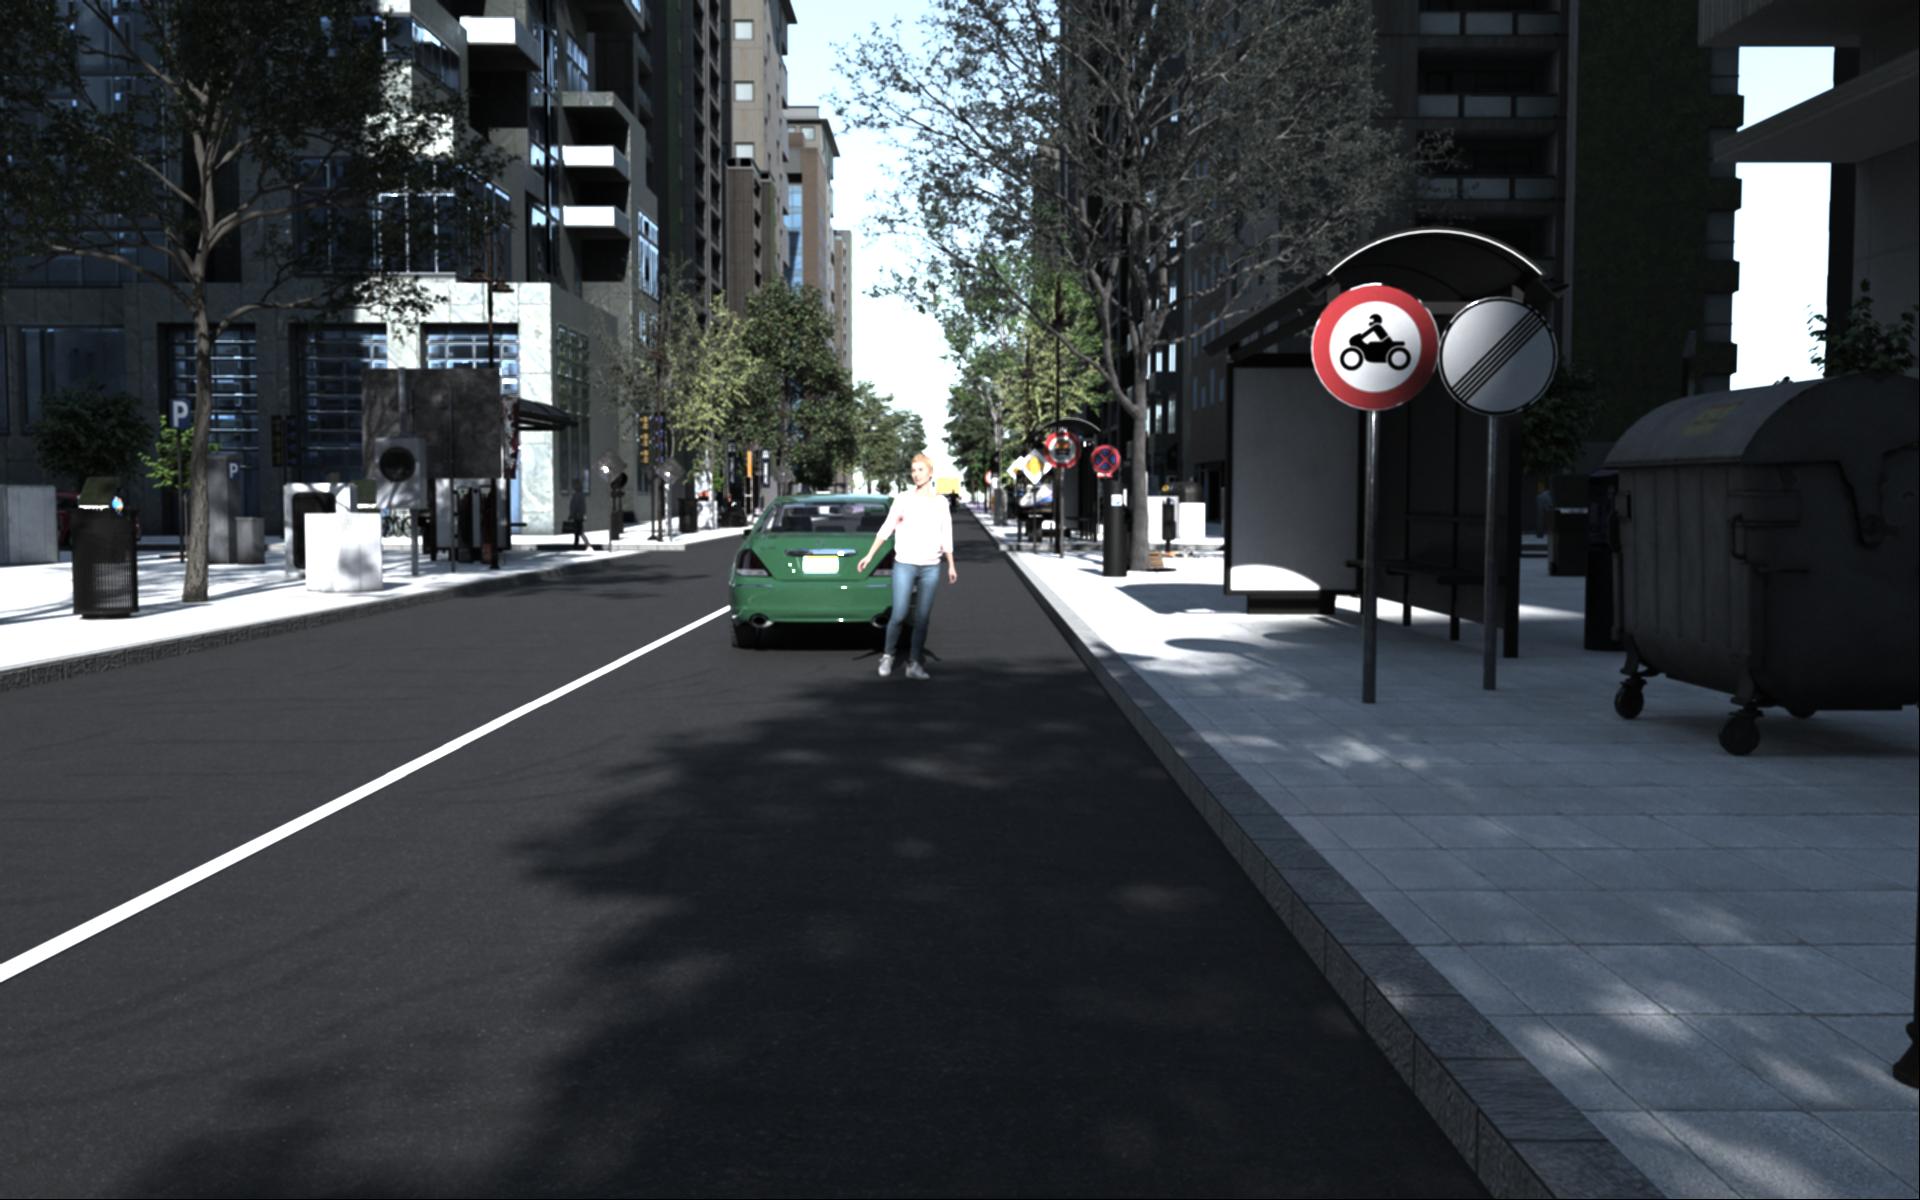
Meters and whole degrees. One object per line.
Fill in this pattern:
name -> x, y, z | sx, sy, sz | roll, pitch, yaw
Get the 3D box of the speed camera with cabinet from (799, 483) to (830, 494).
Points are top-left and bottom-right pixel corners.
speed camera with cabinet -> -9.479, -7.247, 112.829 | 2.038, 3.252, 0.660 | -2, 4, -32

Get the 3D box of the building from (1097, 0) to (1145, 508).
building -> 19.949, -42.553, 133.987 | 20.563, 71.187, 20.611 | 0, 3, 0

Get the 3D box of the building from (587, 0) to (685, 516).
building -> -23.802, -25.339, 97.881 | 14.154, 41.232, 14.086 | 0, 3, 0

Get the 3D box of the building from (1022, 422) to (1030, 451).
building -> 23.658, -25.751, 266.075 | 27.650, 21.520, 28.899 | 0, 3, 0

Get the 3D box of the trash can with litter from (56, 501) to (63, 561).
trash can with litter -> -17.515, -1.301, 32.665 | 1.055, 1.170, 0.624 | 0, 4, 1

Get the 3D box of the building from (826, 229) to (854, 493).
building -> -23.442, -35.271, 260.273 | 14.154, 41.232, 14.086 | 0, 3, 0

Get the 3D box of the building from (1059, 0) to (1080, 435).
building -> 20.391, -38.639, 173.752 | 21.231, 58.520, 28.212 | 0, 3, 0

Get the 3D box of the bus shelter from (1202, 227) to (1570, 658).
bus shelter -> 3.606, -1.345, 15.920 | 2.014, 3.302, 5.546 | 0, 3, 0

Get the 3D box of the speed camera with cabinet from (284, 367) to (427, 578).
speed camera with cabinet -> -9.367, -1.988, 26.843 | 2.038, 3.252, 0.660 | 0, 4, -6

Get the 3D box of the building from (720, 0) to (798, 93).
building -> -31.046, -35.431, 168.533 | 28.713, 52.752, 27.495 | 0, 3, 0

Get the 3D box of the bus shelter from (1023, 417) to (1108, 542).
bus shelter -> 2.876, -3.334, 48.427 | 2.014, 3.302, 5.546 | 0, 3, 0

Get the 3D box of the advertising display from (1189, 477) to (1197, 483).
advertising display -> 8.623, -3.608, 64.204 | 0.123, 1.923, 0.974 | 0, 4, -2

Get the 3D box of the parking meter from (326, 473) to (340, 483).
parking meter -> -17.122, -2.545, 47.327 | 0.255, 1.863, 0.399 | -3, 5, -43

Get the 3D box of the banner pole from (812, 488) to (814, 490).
banner pole -> -10.510, -7.978, 120.453 | 0.863, 3.779, 0.401 | -1, 4, -12

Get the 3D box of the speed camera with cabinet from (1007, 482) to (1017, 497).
speed camera with cabinet -> 3.543, -7.409, 115.466 | 0.660, 3.252, 2.038 | 3, 5, 45

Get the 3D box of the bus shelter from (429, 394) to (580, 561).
bus shelter -> -9.416, -2.552, 35.651 | 2.014, 3.302, 5.546 | 0, 4, 0

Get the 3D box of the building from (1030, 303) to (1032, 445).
building -> 16.740, -28.886, 243.991 | 14.160, 30.474, 14.107 | 0, 3, 0

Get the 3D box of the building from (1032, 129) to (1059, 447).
building -> 20.475, -36.762, 224.759 | 21.300, 48.544, 21.600 | 0, 3, 0

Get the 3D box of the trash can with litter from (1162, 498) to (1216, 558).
trash can with litter -> 4.386, -1.510, 35.752 | 1.678, 1.210, 2.233 | 0, 4, 4

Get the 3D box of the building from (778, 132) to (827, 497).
building -> -24.223, -34.769, 218.587 | 14.600, 45.320, 14.200 | 0, 3, 0

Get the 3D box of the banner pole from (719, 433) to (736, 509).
banner pole -> -9.392, -4.926, 70.565 | 0.863, 3.779, 0.401 | 3, 5, 42

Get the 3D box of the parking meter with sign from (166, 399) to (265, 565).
parking meter with sign -> -13.581, -2.168, 31.704 | 1.738, 3.016, 0.543 | 1, 4, 16

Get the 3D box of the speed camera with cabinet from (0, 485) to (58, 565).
speed camera with cabinet -> -17.373, -2.249, 31.104 | 0.660, 3.252, 2.038 | 2, 4, 30

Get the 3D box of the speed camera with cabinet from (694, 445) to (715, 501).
speed camera with cabinet -> -10.401, -4.666, 70.620 | 0.660, 3.252, 2.038 | 0, 4, 0

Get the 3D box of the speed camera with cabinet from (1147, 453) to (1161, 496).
speed camera with cabinet -> 9.813, -5.546, 85.010 | 2.038, 3.252, 0.660 | -3, 4, -36

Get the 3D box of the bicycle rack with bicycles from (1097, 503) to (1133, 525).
bicycle rack with bicycles -> 6.172, -3.656, 73.154 | 2.852, 0.926, 2.925 | -3, 4, -38

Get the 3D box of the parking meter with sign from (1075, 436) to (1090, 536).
parking meter with sign -> 3.789, -3.480, 53.155 | 0.543, 3.016, 1.738 | 0, 4, -3

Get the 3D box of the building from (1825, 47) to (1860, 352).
building -> 43.055, -26.670, 59.759 | 21.600, 48.544, 21.300 | 0, 3, 0

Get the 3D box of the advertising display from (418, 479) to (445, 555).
advertising display -> -11.328, -1.943, 36.989 | 0.123, 1.923, 0.974 | 2, 4, 24

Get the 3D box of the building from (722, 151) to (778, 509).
building -> -23.427, -23.044, 148.466 | 14.160, 30.474, 14.107 | 0, 3, 0

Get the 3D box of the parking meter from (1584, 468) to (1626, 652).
parking meter -> 5.347, -0.357, 14.243 | 0.372, 1.533, 0.369 | 0, 3, 0

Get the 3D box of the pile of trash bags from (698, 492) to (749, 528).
pile of trash bags -> -9.313, -3.454, 66.233 | 1.912, 1.369, 3.447 | 0, 4, 8

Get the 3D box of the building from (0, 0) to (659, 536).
building -> -23.666, -46.076, 66.013 | 22.319, 86.520, 31.000 | 0, 3, 0

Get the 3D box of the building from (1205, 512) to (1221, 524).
building -> 17.904, -25.962, 74.586 | 14.600, 45.320, 14.200 | 0, 3, 0

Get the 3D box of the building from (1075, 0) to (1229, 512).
building -> 17.588, -30.744, 152.768 | 14.600, 45.320, 14.200 | 0, 3, 0

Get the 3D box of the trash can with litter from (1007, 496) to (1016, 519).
trash can with litter -> 2.688, -4.719, 88.538 | 0.624, 1.170, 1.055 | -1, 4, -11

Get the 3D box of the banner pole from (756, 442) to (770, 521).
banner pole -> -9.406, -5.676, 82.815 | 0.863, 3.779, 0.401 | 2, 4, 33

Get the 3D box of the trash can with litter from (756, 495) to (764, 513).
trash can with litter -> -13.833, -6.642, 119.656 | 1.678, 1.210, 2.233 | 0, 4, 2

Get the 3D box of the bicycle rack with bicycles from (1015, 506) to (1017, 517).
bicycle rack with bicycles -> 3.409, -5.138, 97.393 | 2.925, 0.926, 2.852 | -1, 4, -10

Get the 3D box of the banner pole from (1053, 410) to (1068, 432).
banner pole -> 2.965, -3.770, 51.659 | 0.401, 3.779, 0.863 | -2, 4, -35

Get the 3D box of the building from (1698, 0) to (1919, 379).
building -> 25.591, -26.016, 14.595 | 28.713, 52.752, 27.495 | 0, 3, 0

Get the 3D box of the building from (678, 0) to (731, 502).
building -> -26.517, -42.280, 129.534 | 20.563, 71.187, 20.611 | 0, 3, 0

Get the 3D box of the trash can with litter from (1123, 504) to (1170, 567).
trash can with litter -> 3.127, -1.157, 30.307 | 1.055, 1.170, 0.624 | 0, 4, 0

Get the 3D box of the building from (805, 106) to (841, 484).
building -> -31.474, -39.750, 239.154 | 28.713, 52.752, 27.495 | 0, 3, 0

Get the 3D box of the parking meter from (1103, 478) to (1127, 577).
parking meter -> 2.409, -1.130, 26.880 | 0.372, 1.533, 0.369 | 0, 3, 0

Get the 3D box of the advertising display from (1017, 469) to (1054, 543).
advertising display -> 1.967, -2.450, 45.269 | 0.974, 1.923, 0.123 | 0, 4, 0

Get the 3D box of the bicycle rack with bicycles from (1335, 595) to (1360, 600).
bicycle rack with bicycles -> 5.462, -0.516, 21.816 | 2.925, 0.926, 2.852 | 1, 4, 14

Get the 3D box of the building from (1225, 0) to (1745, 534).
building -> 17.213, -23.003, 59.699 | 14.086, 41.232, 14.154 | 0, 3, 0

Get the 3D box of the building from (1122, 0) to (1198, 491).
building -> 22.091, -29.672, 104.752 | 23.786, 49.044, 30.456 | 0, 3, 0

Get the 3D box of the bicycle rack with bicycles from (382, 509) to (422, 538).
bicycle rack with bicycles -> -16.613, -2.329, 51.461 | 2.852, 0.926, 2.925 | -3, 4, -37

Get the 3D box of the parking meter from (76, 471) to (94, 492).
parking meter -> -22.548, -2.385, 44.701 | 0.399, 1.863, 0.255 | -3, 5, -45
